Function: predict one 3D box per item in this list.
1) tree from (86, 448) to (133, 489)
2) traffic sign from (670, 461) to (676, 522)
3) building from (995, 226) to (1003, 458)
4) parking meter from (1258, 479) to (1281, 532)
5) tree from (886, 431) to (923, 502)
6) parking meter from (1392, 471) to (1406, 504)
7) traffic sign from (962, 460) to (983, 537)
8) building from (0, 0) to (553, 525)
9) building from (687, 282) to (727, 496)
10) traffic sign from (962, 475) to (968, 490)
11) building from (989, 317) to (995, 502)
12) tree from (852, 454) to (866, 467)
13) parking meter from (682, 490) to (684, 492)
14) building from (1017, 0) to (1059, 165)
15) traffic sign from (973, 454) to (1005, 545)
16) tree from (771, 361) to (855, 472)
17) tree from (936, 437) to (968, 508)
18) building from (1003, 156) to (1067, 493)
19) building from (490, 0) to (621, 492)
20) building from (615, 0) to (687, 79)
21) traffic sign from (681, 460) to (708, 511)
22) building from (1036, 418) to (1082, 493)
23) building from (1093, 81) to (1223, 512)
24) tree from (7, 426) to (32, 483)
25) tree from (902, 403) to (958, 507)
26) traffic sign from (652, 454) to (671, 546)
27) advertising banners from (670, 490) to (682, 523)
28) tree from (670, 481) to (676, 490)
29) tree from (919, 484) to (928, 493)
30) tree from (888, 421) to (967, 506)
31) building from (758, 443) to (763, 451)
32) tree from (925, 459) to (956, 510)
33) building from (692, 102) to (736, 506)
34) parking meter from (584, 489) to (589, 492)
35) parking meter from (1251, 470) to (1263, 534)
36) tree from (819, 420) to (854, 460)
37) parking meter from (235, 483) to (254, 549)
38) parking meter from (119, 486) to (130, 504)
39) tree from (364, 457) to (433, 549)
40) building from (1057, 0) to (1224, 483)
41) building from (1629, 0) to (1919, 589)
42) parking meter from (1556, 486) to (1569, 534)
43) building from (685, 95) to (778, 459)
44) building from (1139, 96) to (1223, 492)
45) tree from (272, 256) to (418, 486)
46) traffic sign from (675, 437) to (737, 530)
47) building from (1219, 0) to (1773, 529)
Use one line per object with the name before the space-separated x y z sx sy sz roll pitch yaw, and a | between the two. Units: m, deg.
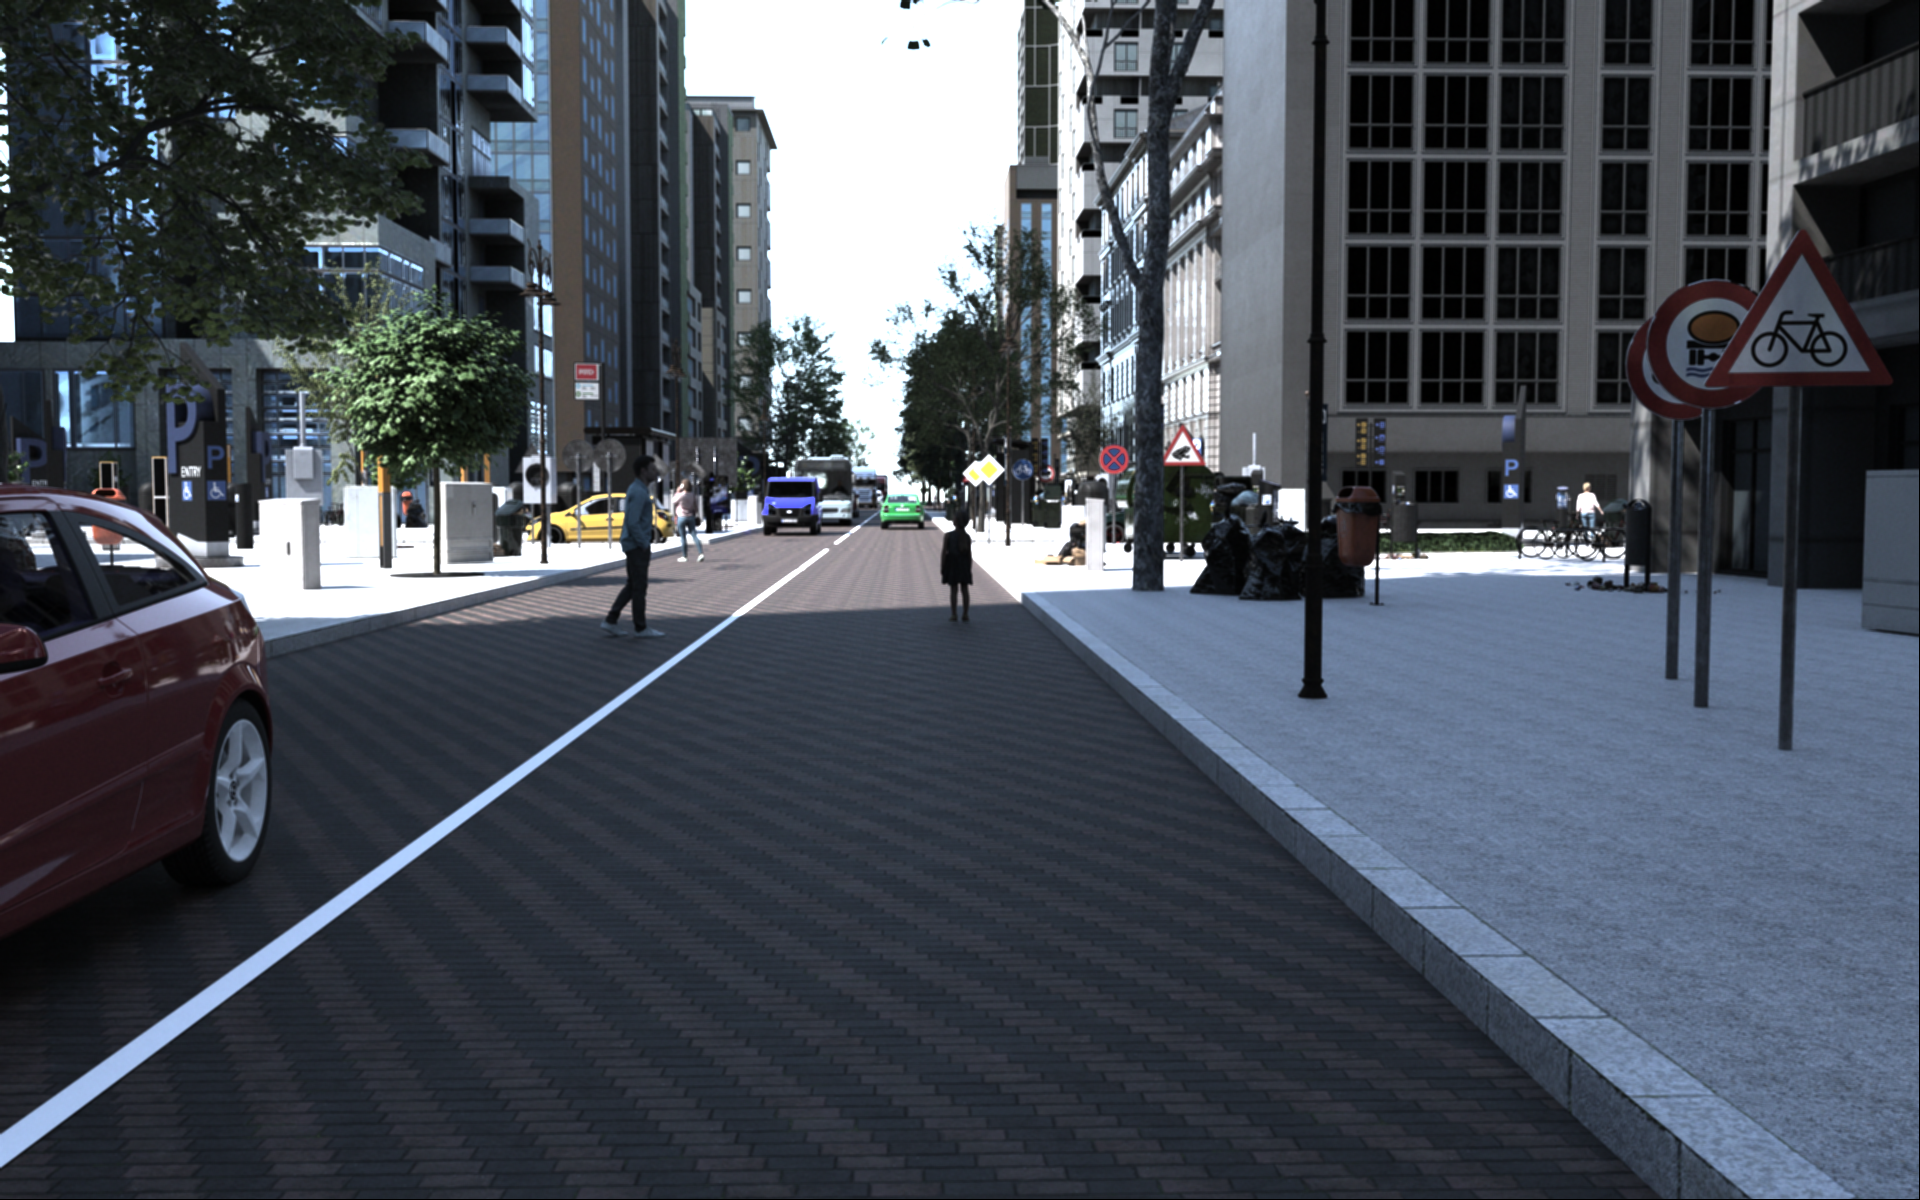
tree | -34.537 -4.652 70.667 1.663 3.219 1.824 0 3 0
traffic sign | -10.878 -4.024 65.897 0.768 2.556 0.104 0 4 8
building | 12.222 -35.538 264.639 14.154 41.232 14.086 0 4 -2
parking meter | 5.188 -1.261 29.035 0.372 1.533 0.369 0 3 0
tree | -5.211 -20.055 238.272 12.009 13.543 11.850 0 3 0
parking meter | 11.138 -2.342 44.008 0.255 1.863 0.399 0 4 -2
traffic sign | 0.464 -2.913 51.275 0.795 2.450 0.064 0 4 -2
building | -32.887 -47.237 85.003 22.319 86.520 31.000 0 4 -2
building | -36.244 -18.952 154.902 27.650 21.520 28.899 0 4 -2
traffic sign | 0.494 -6.571 107.535 0.768 2.556 0.104 0 4 1
building | 11.578 -31.035 279.124 14.160 30.474 14.107 0 4 -2
tree | -16.840 -20.415 284.141 4.737 8.622 4.395 0 3 0
parking meter | -13.192 -4.749 83.360 0.399 1.863 0.255 1 4 20
building | 16.703 -49.430 246.427 20.563 71.187 20.611 0 4 -2
traffic sign | 0.724 -2.425 43.294 0.795 2.450 0.064 0 4 -2
tree | -12.546 -13.902 145.423 7.486 12.596 7.792 0 3 0
tree | -1.153 -12.615 156.623 4.360 8.622 3.978 0 3 0
building | 12.979 -35.450 229.713 14.600 45.320 14.200 0 4 -2
building | -31.202 -28.548 116.874 14.600 45.320 14.200 0 4 -2
building | -28.706 -27.463 132.617 14.154 41.232 14.086 0 4 -2
traffic sign | -7.827 -2.898 51.025 0.795 2.450 0.064 0 4 -2
building | 23.952 -29.841 179.789 32.217 40.220 23.993 0 4 -2
building | 16.310 -19.396 114.395 12.463 27.353 25.104 0 4 -2
tree | -22.901 -2.841 41.056 1.663 3.219 1.824 0 3 0
tree | -2.513 -15.896 178.027 7.486 12.596 7.792 0 3 0
traffic sign | -7.566 -2.410 43.045 0.795 2.450 0.064 0 4 -2
advertising banners | -11.308 -4.470 69.275 2.074 3.025 0.090 2 4 35
tree | -18.927 -7.374 115.170 1.663 3.219 1.824 0 3 0
tree | -5.905 -17.659 283.318 1.663 3.219 1.824 0 3 0
tree | -3.290 -16.937 193.924 9.611 12.733 9.660 0 3 0
building | -42.337 -34.713 259.431 32.217 40.220 23.993 0 4 -2
tree | -1.225 -9.734 142.871 4.285 4.588 4.351 0 3 0
building | -30.645 -30.123 176.112 14.154 41.232 14.086 0 4 -2
parking meter | -19.571 -5.028 90.621 0.372 1.533 0.369 0 3 0
parking meter | 7.174 -2.212 41.877 0.255 1.863 0.399 1 4 17
tree | -11.657 -12.465 154.167 4.360 8.622 3.978 0 3 0
parking meter | -16.690 -1.956 40.392 0.372 1.533 0.369 0 3 0
parking meter | -25.264 -2.683 52.283 0.372 1.533 0.369 0 3 0
tree | -13.483 -2.834 40.945 1.663 3.219 1.824 0 3 0
building | 23.164 -34.498 153.273 28.713 52.752 27.495 0 4 -2
building | 21.683 -35.387 16.836 20.563 71.187 20.611 0 4 -2
parking meter | 19.497 -2.915 56.074 0.372 1.533 0.369 0 3 0
building | -39.584 -39.390 233.263 28.713 52.752 27.495 0 4 -2
building | 17.538 -15.184 90.054 13.314 21.916 24.055 0 4 -2
tree | -18.518 -6.274 52.945 4.737 8.622 4.395 0 3 0
traffic sign | -9.093 -4.172 62.079 2.265 3.308 0.079 0 4 7
building | 23.491 -16.832 68.718 24.014 27.812 14.314 0 4 -2
